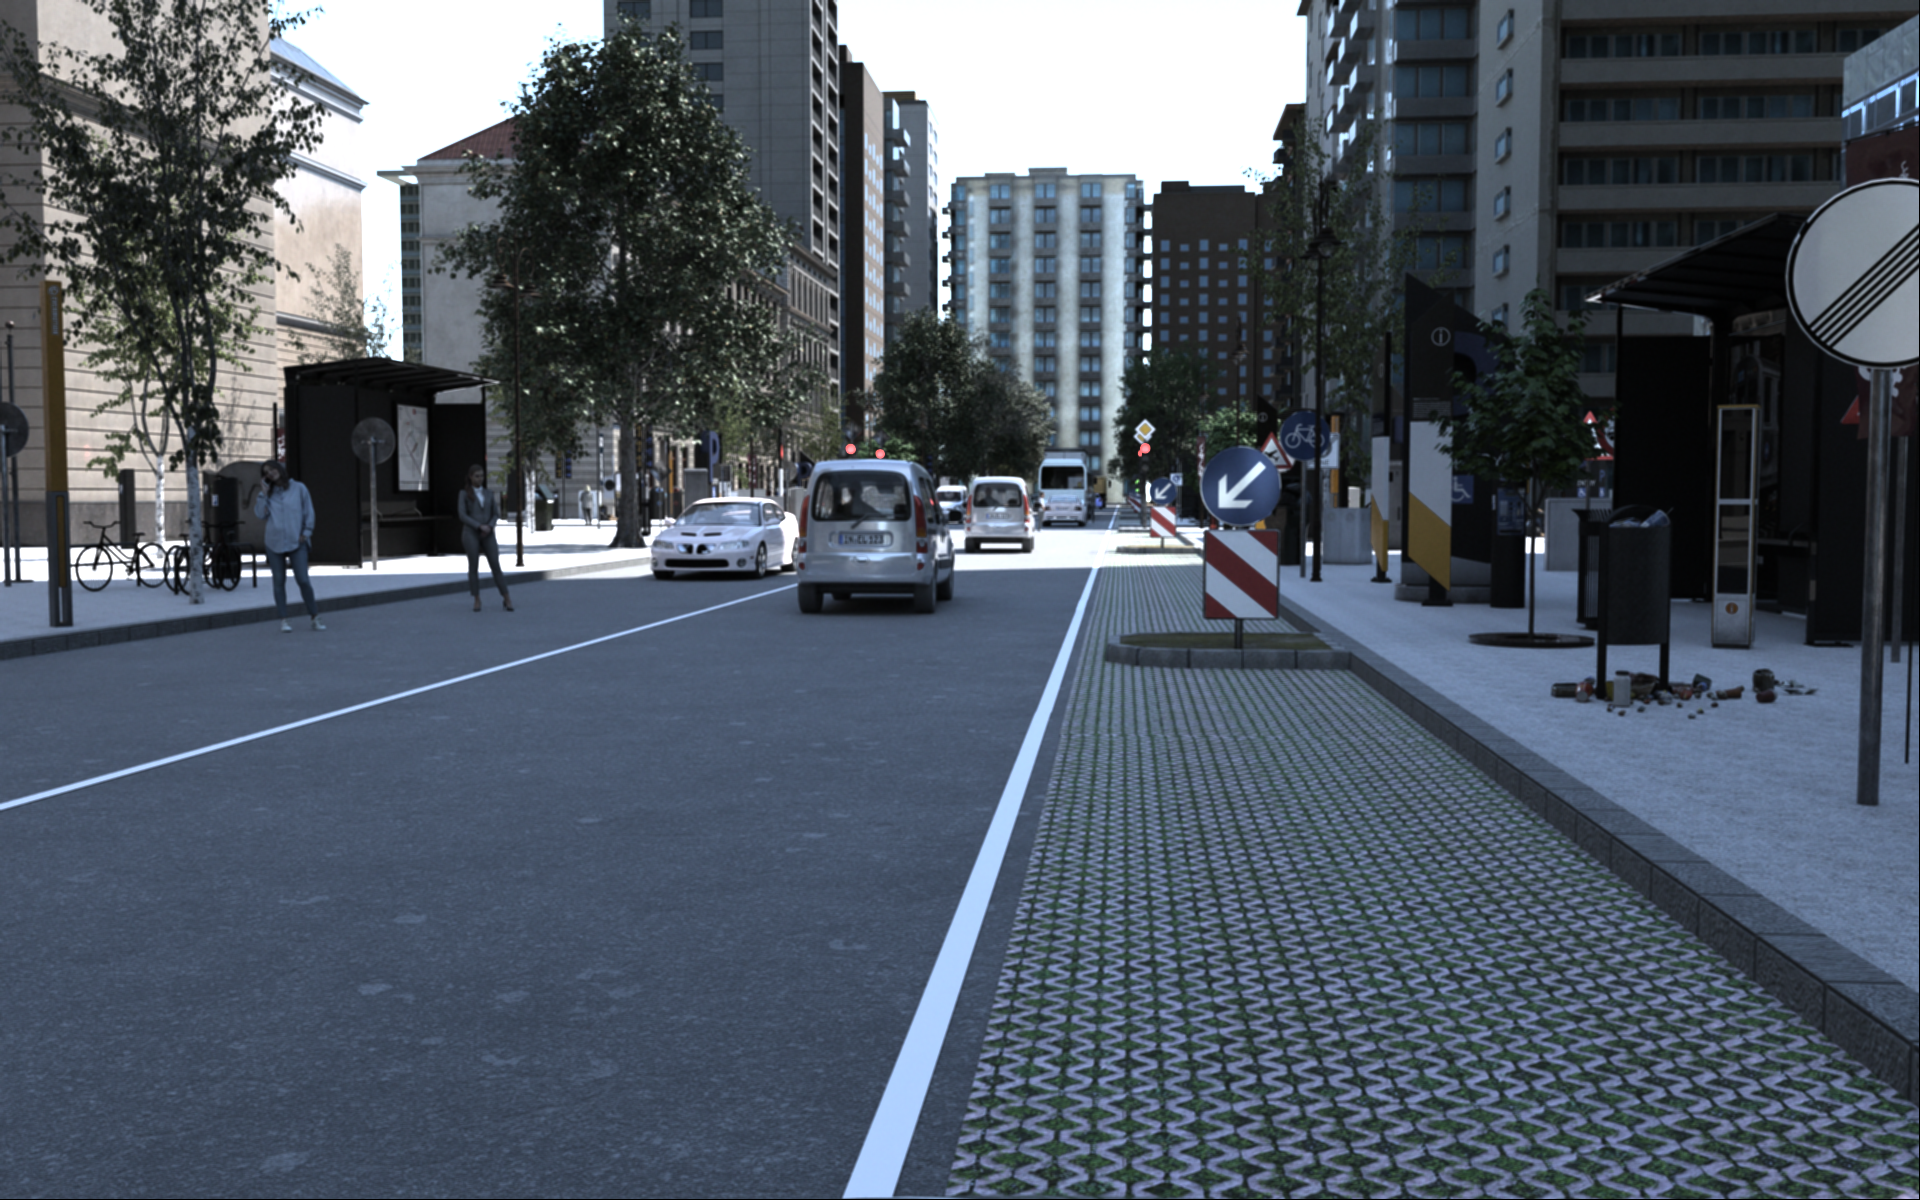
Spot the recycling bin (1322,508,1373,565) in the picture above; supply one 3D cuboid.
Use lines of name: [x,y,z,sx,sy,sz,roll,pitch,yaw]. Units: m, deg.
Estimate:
recycling bin: [7.115,-1.176,31.786,0.722,1.027,0.722,2,4,34]

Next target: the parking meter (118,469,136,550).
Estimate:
parking meter: [-19.334,-2.110,40.214,0.255,1.863,0.399,-3,5,-44]

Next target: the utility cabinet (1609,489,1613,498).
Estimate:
utility cabinet: [30.934,-4.461,81.622,0.318,1.500,1.173,3,5,39]

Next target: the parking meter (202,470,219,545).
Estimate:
parking meter: [-18.058,-2.207,41.797,0.399,1.863,0.255,3,5,41]

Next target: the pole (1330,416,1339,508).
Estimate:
pole: [9.806,-3.150,45.347,0.158,3.312,0.155,0,3,0]

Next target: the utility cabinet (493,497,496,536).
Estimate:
utility cabinet: [-13.972,-2.468,51.517,0.306,1.237,1.020,-1,4,-18]

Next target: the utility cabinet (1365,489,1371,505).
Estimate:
utility cabinet: [19.018,-4.411,80.792,0.318,1.500,1.173,-1,4,-17]

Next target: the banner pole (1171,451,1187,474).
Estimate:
banner pole: [12.818,-6.746,100.309,0.863,3.779,0.401,0,4,2]

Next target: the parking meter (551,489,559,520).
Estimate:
parking meter: [-20.343,-4.812,87.093,0.372,1.533,0.369,0,3,0]

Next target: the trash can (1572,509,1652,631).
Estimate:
trash can: [6.167,-0.289,16.380,0.748,1.137,0.748,0,3,0]

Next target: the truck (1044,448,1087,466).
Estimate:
truck: [6.872,-7.477,111.158,2.839,4.237,11.283,0,4,5]

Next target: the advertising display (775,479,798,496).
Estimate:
advertising display: [-7.465,-4.240,74.542,0.974,1.923,0.123,-1,4,-9]

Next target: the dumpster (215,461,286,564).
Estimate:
dumpster: [-12.323,-1.541,30.954,1.264,1.857,1.865,0,4,5]

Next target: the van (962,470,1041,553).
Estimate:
van: [1.024,-2.237,43.594,2.013,2.044,4.112,0,4,4]

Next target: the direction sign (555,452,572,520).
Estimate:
direction sign: [-19.734,-5.764,86.233,0.876,3.537,0.379,1,4,16]

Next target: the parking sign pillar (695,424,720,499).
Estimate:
parking sign pillar: [-7.803,-3.978,53.506,1.447,3.967,1.447,0,4,8]

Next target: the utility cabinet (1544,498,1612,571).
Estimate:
utility cabinet: [10.289,-1.082,28.858,1.020,1.237,0.306,0,4,7]

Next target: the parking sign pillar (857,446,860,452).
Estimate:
parking sign pillar: [-5.891,-6.482,94.458,1.447,3.967,1.447,2,4,29]

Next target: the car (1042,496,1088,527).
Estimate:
car: [4.649,-3.962,77.145,2.083,1.381,4.827,0,4,5]

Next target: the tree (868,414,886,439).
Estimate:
tree: [-5.691,-11.899,144.902,4.360,8.622,3.978,0,3,0]

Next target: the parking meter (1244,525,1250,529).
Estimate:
parking meter: [10.250,-3.469,62.428,0.399,1.863,0.255,-1,4,-17]

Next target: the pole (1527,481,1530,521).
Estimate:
pole: [26.083,-5.246,79.621,0.158,3.312,0.155,0,3,0]

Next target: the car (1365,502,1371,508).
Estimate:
car: [16.489,-3.347,67.298,3.894,1.354,1.945,0,4,5]

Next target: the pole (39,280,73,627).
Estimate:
pole: [-8.708,-1.397,16.681,0.158,3.312,0.155,0,3,0]

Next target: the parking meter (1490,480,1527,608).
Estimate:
parking meter: [6.198,-0.682,19.561,0.372,1.533,0.369,0,3,0]

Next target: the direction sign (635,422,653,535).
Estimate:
direction sign: [-9.917,-3.818,54.420,0.876,3.537,0.379,3,5,43]

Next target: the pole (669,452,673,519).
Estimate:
pole: [-12.711,-5.031,76.096,0.158,3.312,0.155,0,3,0]

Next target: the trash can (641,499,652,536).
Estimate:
trash can: [-9.781,-2.535,53.096,0.748,1.137,0.748,0,3,0]

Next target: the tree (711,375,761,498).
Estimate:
tree: [-13.073,-8.979,97.170,4.737,8.622,4.395,0,3,0]

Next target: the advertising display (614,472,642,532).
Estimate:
advertising display: [-9.650,-2.764,50.401,0.974,1.923,0.123,2,4,32]

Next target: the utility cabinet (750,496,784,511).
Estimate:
utility cabinet: [-5.990,-2.608,53.803,1.020,1.237,0.306,-1,4,-21]

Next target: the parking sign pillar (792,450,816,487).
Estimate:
parking sign pillar: [-9.308,-7.151,105.386,1.447,3.967,1.447,2,4,35]

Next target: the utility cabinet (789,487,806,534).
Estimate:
utility cabinet: [-5.236,-2.855,55.362,0.318,1.500,1.173,-1,4,-15]

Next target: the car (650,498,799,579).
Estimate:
car: [-4.078,-1.122,30.703,2.083,1.381,4.827,0,4,6]

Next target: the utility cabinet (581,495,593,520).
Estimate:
utility cabinet: [-18.425,-4.543,85.440,0.306,1.237,1.020,-2,4,-29]

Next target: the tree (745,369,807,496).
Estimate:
tree: [-11.112,-9.268,101.899,4.360,8.622,3.978,0,3,0]

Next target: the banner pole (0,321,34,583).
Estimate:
banner pole: [-13.820,-2.135,24.920,0.401,3.779,0.863,2,4,24]

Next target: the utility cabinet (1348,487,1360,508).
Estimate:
utility cabinet: [12.063,-2.800,54.453,1.173,1.500,0.318,-2,4,-35]

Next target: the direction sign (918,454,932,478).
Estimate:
direction sign: [-1.962,-6.447,97.405,0.876,3.537,0.379,-2,4,-25]

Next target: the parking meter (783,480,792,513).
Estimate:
parking meter: [-6.701,-3.742,66.901,0.399,1.863,0.255,3,4,37]

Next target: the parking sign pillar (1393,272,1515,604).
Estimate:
parking sign pillar: [5.999,-1.980,20.845,1.447,3.967,1.447,1,4,14]

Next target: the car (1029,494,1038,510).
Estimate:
car: [6.254,-7.867,140.422,2.131,1.459,4.920,0,4,4]

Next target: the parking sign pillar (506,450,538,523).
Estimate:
parking sign pillar: [-19.573,-5.444,77.477,1.447,3.967,1.447,0,4,-7]

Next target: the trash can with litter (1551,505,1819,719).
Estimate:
trash can with litter: [4.638,0.009,10.917,2.233,1.210,1.678,-1,4,-21]

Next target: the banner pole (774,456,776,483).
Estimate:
banner pole: [-12.108,-7.541,113.313,0.401,3.779,0.863,0,4,-4]

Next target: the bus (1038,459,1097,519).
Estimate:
bus: [6.112,-6.309,98.011,2.948,3.499,13.247,0,4,6]

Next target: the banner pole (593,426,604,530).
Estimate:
banner pole: [-13.059,-4.456,62.873,0.401,3.779,0.863,0,4,7]

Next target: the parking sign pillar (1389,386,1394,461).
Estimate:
parking sign pillar: [11.269,-3.362,43.446,1.447,3.967,1.447,-3,5,-40]

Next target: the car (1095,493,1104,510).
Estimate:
car: [12.296,-9.195,159.921,1.945,1.707,3.694,0,4,5]

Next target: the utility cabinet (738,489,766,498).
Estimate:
utility cabinet: [-8.943,-4.018,74.378,1.173,1.500,0.318,-1,4,-17]

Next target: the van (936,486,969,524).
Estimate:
van: [-0.491,-4.731,84.366,2.013,2.044,4.112,0,4,7]

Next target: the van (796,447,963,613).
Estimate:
van: [-1.013,-0.930,22.212,2.013,2.044,4.112,0,4,4]

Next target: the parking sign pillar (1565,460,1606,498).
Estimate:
parking sign pillar: [22.010,-4.433,60.956,1.447,3.967,1.447,-3,5,-39]

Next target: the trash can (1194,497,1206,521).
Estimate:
trash can: [11.672,-4.418,83.884,0.748,1.137,0.748,0,3,0]

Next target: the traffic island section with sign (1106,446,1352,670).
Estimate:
traffic island section with sign: [2.273,-0.391,15.027,1.989,1.847,2.006,0,4,5]

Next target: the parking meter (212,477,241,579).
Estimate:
parking meter: [-11.146,-1.094,26.300,0.372,1.533,0.369,0,3,0]

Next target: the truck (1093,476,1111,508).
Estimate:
truck: [14.222,-11.488,183.754,3.469,3.379,9.791,0,4,6]
